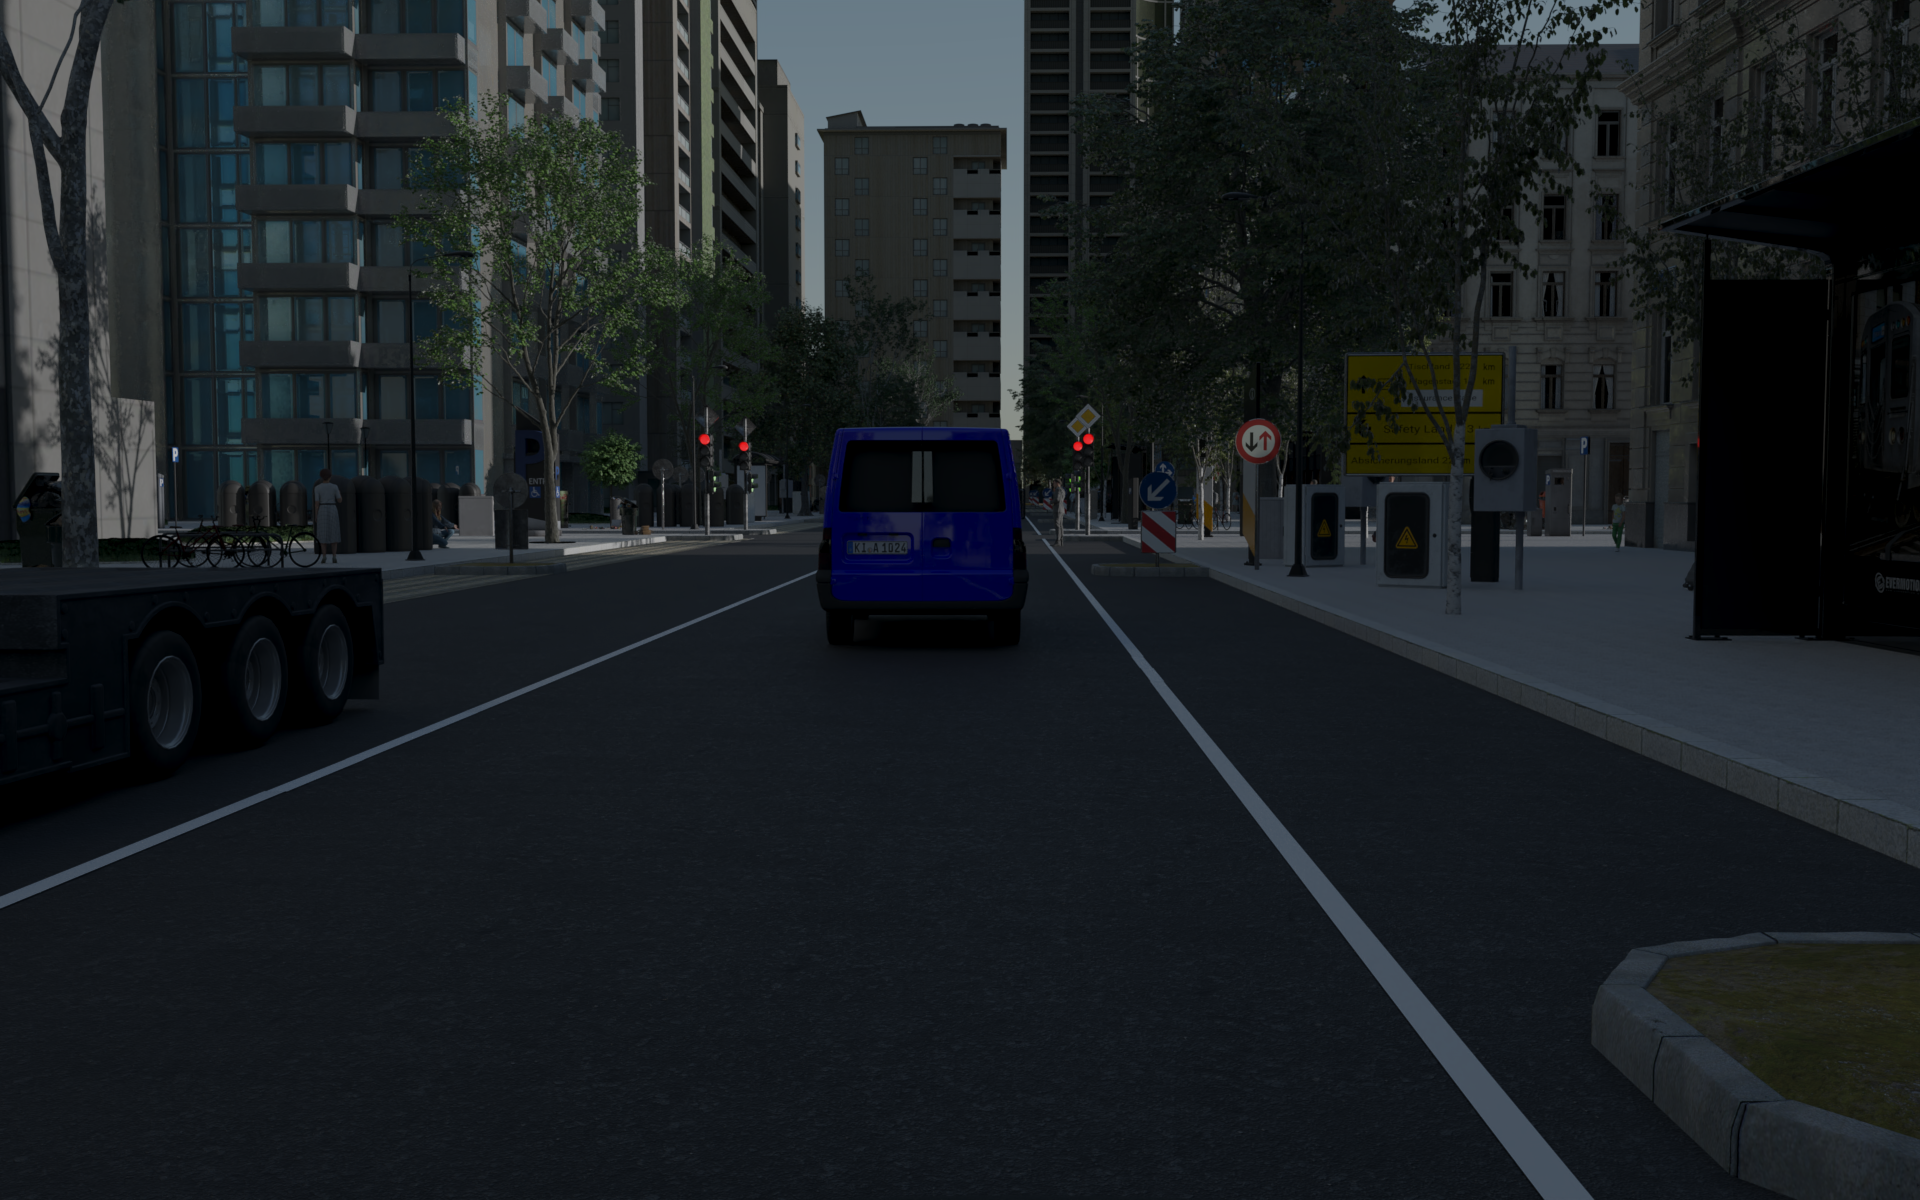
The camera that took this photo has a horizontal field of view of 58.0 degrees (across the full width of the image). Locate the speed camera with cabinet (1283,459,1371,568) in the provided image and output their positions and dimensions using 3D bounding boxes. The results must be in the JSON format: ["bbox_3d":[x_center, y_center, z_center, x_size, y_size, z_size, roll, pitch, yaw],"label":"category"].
[{"bbox_3d":[6.709,-2.229,30.783,2.038,3.252,0.660,-2,4,-32],"label":"speed camera with cabinet"}]

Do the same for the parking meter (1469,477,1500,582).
[{"bbox_3d":[7.669,-1.199,25.313,0.399,1.863,0.255,3,4,38],"label":"parking meter"}]

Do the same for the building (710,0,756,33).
[{"bbox_3d":[-29.392,-32.070,148.046,21.300,48.544,21.600,0,4,2],"label":"building"}]

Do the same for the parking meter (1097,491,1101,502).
[{"bbox_3d":[10.397,-7.400,129.392,0.372,1.533,0.369,0,3,0],"label":"parking meter"}]

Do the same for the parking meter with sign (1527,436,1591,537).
[{"bbox_3d":[18.113,-3.437,52.463,1.738,3.016,0.543,0,4,-4],"label":"parking meter with sign"}]

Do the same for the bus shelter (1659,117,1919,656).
[{"bbox_3d":[6.867,-1.274,12.110,1.731,3.624,6.357,0,4,1],"label":"bus shelter"}]

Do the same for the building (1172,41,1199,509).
[{"bbox_3d":[26.554,-29.099,159.362,14.154,41.232,14.086,0,4,2],"label":"building"}]

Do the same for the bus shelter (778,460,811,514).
[{"bbox_3d":[-11.024,-7.662,116.552,1.731,3.624,6.357,0,4,2],"label":"bus shelter"}]

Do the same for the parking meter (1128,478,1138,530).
[{"bbox_3d":[6.269,-3.487,62.729,0.255,1.863,0.399,-1,4,-18],"label":"parking meter"}]

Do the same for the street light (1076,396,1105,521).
[{"bbox_3d":[6.154,-6.679,81.741,1.470,5.913,1.316,0,4,2],"label":"street light"}]

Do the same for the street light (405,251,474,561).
[{"bbox_3d":[-9.975,-3.712,33.236,1.470,5.913,1.316,0,4,2],"label":"street light"}]

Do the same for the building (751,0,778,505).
[{"bbox_3d":[-28.316,-44.697,169.041,20.563,71.187,20.611,0,4,2],"label":"building"}]

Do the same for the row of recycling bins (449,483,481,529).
[{"bbox_3d":[-18.952,-3.456,63.611,3.534,1.692,1.069,2,4,32],"label":"row of recycling bins"}]

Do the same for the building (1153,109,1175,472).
[{"bbox_3d":[28.998,-33.258,193.872,14.600,45.320,14.200,0,4,2],"label":"building"}]

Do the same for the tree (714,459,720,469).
[{"bbox_3d":[-20.105,-9.281,135.451,4.285,4.588,4.351,0,3,0],"label":"tree"}]

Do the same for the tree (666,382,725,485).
[{"bbox_3d":[-17.081,-9.819,110.897,4.360,8.622,3.978,0,3,0],"label":"tree"}]

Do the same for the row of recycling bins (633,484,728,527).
[{"bbox_3d":[-11.018,-3.717,67.882,3.534,1.692,1.069,0,4,-5],"label":"row of recycling bins"}]

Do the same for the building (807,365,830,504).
[{"bbox_3d":[-33.970,-24.552,246.457,28.899,21.520,27.650,0,4,2],"label":"building"}]

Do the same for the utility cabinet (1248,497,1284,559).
[{"bbox_3d":[6.228,-1.412,34.245,1.020,1.237,0.306,1,4,16],"label":"utility cabinet"}]

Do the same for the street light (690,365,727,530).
[{"bbox_3d":[-9.092,-5.512,62.659,1.470,5.913,1.316,0,4,2],"label":"street light"}]

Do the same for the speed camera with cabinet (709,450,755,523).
[{"bbox_3d":[-10.219,-5.095,77.643,2.038,3.252,0.660,-3,4,-38],"label":"speed camera with cabinet"}]

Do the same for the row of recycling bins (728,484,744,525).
[{"bbox_3d":[-10.762,-4.025,72.928,3.534,1.692,1.069,1,4,12],"label":"row of recycling bins"}]

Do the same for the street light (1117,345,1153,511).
[{"bbox_3d":[5.422,-4.969,53.788,1.470,5.913,1.316,0,4,2],"label":"street light"}]

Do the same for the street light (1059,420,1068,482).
[{"bbox_3d":[6.927,-8.329,108.717,1.470,5.913,1.316,0,4,2],"label":"street light"}]

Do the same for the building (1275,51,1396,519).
[{"bbox_3d":[24.592,-16.200,94.544,12.332,23.373,15.834,0,4,2],"label":"building"}]

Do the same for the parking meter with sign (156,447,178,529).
[{"bbox_3d":[-30.092,-4.176,64.542,1.738,3.016,0.543,0,4,-3],"label":"parking meter with sign"}]

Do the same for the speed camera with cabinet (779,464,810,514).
[{"bbox_3d":[-10.475,-7.058,109.734,2.038,3.252,0.660,2,4,34],"label":"speed camera with cabinet"}]

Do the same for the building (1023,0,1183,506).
[{"bbox_3d":[19.120,-49.096,240.976,20.611,71.187,20.563,0,4,2],"label":"building"}]

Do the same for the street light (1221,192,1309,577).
[{"bbox_3d":[4.722,-3.319,26.810,1.470,5.913,1.316,0,4,2],"label":"street light"}]

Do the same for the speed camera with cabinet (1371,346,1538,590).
[{"bbox_3d":[6.723,-1.784,23.507,2.038,3.252,0.660,3,4,36],"label":"speed camera with cabinet"}]

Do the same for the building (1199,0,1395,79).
[{"bbox_3d":[27.478,-30.225,144.282,14.600,45.320,14.200,0,4,2],"label":"building"}]

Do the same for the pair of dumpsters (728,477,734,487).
[{"bbox_3d":[-11.785,-5.338,89.771,1.574,2.255,4.437,0,4,1],"label":"pair of dumpsters"}]

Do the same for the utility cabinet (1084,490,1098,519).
[{"bbox_3d":[6.606,-4.799,87.148,0.318,1.500,1.173,1,4,23],"label":"utility cabinet"}]

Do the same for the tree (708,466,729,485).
[{"bbox_3d":[-16.366,-7.546,117.976,1.663,3.219,1.824,0,3,0],"label":"tree"}]

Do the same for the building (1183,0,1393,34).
[{"bbox_3d":[31.186,-45.100,175.643,20.563,71.187,20.611,0,4,2],"label":"building"}]

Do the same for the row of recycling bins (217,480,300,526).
[{"bbox_3d":[-20.572,-2.768,52.363,3.534,1.692,1.069,-1,4,-13],"label":"row of recycling bins"}]

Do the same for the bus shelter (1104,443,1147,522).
[{"bbox_3d":[7.865,-5.574,82.420,1.731,3.624,6.357,0,4,2],"label":"bus shelter"}]

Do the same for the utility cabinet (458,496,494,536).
[{"bbox_3d":[-14.883,-2.577,53.301,1.020,1.237,0.306,-1,4,-10],"label":"utility cabinet"}]

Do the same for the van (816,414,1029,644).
[{"bbox_3d":[-0.359,-0.845,18.198,2.240,2.365,5.245,0,4,0],"label":"van"}]

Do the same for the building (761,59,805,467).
[{"bbox_3d":[-28.827,-34.711,191.223,21.600,48.544,21.300,0,4,2],"label":"building"}]

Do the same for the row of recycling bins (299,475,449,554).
[{"bbox_3d":[-12.923,-1.914,38.405,1.069,1.692,3.534,1,4,19],"label":"row of recycling bins"}]

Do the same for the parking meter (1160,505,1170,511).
[{"bbox_3d":[7.944,-3.746,66.961,0.399,1.863,0.255,-1,4,-12],"label":"parking meter"}]

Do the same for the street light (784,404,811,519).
[{"bbox_3d":[-8.410,-7.162,89.637,1.470,5.913,1.316,0,4,2],"label":"street light"}]

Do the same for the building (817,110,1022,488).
[{"bbox_3d":[-4.943,-40.172,246.050,27.495,52.752,28.713,0,4,2],"label":"building"}]

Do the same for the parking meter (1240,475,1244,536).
[{"bbox_3d":[8.711,-2.865,52.555,0.399,1.863,0.255,-2,4,-31],"label":"parking meter"}]

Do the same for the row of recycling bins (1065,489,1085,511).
[{"bbox_3d":[8.580,-7.370,127.619,1.069,1.692,3.534,-1,4,-16],"label":"row of recycling bins"}]

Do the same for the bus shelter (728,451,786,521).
[{"bbox_3d":[-9.830,-5.528,84.314,2.014,3.302,5.546,0,4,2],"label":"bus shelter"}]
